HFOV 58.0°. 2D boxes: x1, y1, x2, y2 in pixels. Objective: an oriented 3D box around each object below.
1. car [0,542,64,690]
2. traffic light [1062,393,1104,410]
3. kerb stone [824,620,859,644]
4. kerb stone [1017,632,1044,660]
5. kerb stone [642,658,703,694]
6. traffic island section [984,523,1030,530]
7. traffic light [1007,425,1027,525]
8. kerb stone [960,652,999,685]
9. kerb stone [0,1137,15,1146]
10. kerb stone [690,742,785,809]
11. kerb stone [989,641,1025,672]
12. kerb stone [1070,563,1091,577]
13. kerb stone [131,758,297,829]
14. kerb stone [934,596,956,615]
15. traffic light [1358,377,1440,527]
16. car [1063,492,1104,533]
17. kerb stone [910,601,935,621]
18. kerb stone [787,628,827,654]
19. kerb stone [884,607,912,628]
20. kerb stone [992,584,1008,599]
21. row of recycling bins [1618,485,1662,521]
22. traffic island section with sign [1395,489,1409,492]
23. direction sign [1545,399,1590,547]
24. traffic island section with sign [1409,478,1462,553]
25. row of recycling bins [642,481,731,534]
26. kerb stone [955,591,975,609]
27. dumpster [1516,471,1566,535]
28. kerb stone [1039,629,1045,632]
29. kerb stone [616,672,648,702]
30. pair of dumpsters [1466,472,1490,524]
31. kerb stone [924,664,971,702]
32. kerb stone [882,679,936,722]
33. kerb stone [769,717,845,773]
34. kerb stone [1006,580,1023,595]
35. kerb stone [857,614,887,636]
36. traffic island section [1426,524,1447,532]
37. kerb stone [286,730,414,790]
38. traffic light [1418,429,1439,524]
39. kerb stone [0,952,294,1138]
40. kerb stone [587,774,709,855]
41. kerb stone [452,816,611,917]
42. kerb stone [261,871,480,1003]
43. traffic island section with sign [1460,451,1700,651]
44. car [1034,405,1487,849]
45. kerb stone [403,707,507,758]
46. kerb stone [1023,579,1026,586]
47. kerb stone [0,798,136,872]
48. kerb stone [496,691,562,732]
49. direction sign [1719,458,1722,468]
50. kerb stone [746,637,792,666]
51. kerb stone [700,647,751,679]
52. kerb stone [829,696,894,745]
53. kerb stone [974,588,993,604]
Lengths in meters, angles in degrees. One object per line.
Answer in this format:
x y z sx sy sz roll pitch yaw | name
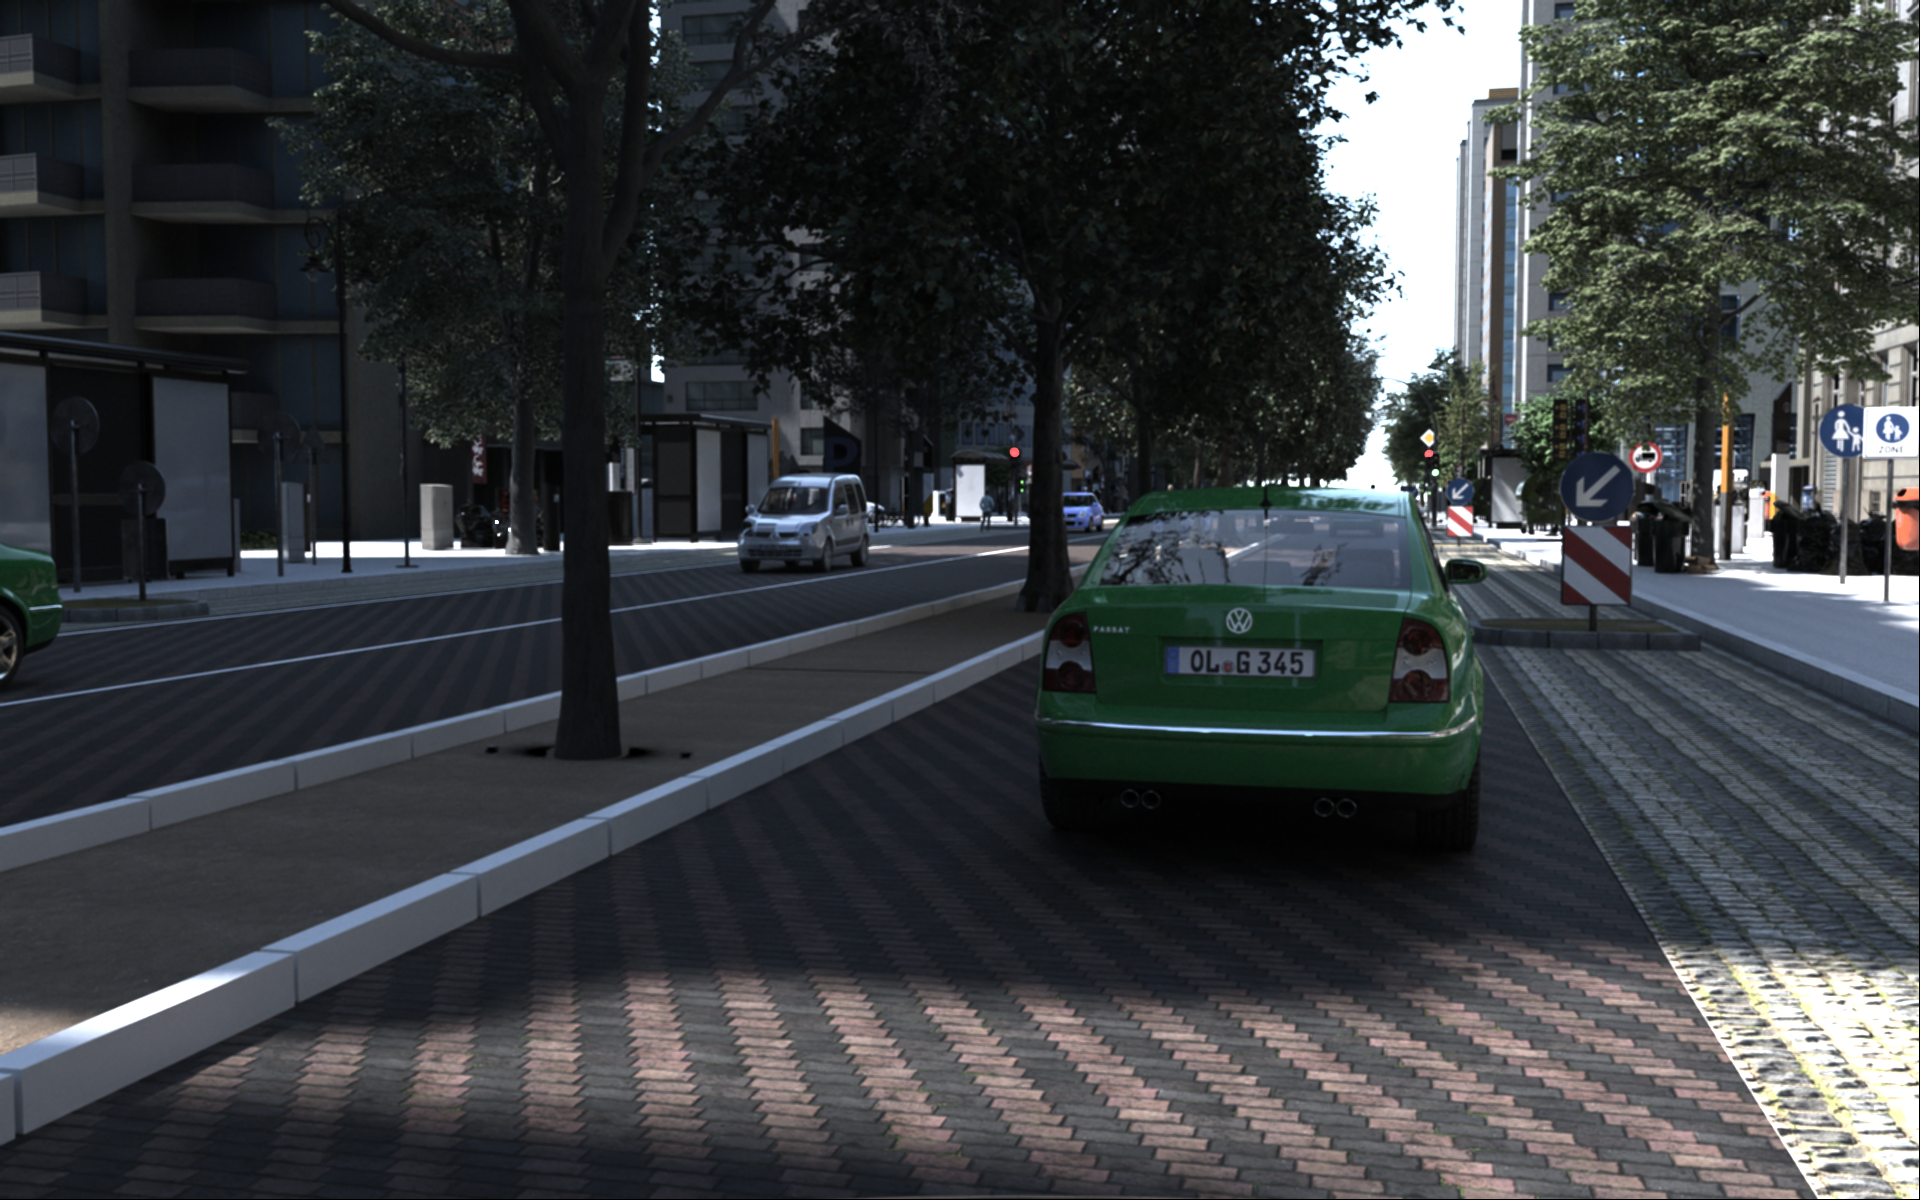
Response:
-8.118 -0.152 11.282 1.959 1.807 4.718 1 4 14 | car
6.225 -6.321 78.013 4.771 5.953 1.251 1 4 13 | traffic light
-1.211 0.329 16.816 0.120 0.150 1.000 1 4 13 | kerb stone
0.603 0.421 15.356 0.120 0.150 1.000 1 4 13 | kerb stone
-2.164 0.574 12.818 0.120 0.150 1.000 1 4 13 | kerb stone
2.268 -2.970 70.846 2.009 0.180 2.903 1 4 13 | traffic island section
2.304 -5.002 70.703 0.839 4.253 0.868 1 4 13 | traffic light
0.119 0.541 13.358 0.120 0.150 1.000 1 4 13 | kerb stone
-2.275 1.156 3.374 0.120 0.150 1.000 1 4 13 | kerb stone
-1.078 0.846 8.362 0.120 0.150 1.000 1 4 13 | kerb stone
0.358 0.479 14.364 0.120 0.150 1.000 1 4 13 | kerb stone
2.149 -0.520 30.788 0.120 0.150 1.000 1 4 13 | kerb stone
-3.370 0.878 7.841 0.120 0.150 1.000 1 4 13 | kerb stone
-0.249 0.091 20.792 0.120 0.150 1.000 1 4 13 | kerb stone
16.260 -5.662 67.234 4.771 5.953 1.251 1 4 13 | traffic light
4.332 -3.406 65.284 1.945 1.707 3.694 1 4 14 | car
-0.496 0.147 19.800 0.120 0.150 1.000 1 4 13 | kerb stone
-1.445 0.390 15.817 0.120 0.150 1.000 1 4 13 | kerb stone
-0.732 0.213 18.803 0.120 0.150 1.000 1 4 13 | kerb stone
0.468 -0.090 23.793 0.120 0.150 1.000 1 4 13 | kerb stone
31.451 -4.533 81.234 1.069 1.692 3.534 -2 4 -25 | row of recycling bins
25.123 -5.377 96.536 1.989 1.847 2.006 1 4 13 | traffic island section with sign
14.623 -3.028 41.507 0.876 3.537 0.379 0 4 -2 | direction sign
12.275 -2.105 43.041 1.989 1.847 2.006 1 4 13 | traffic island section with sign
-8.231 -2.857 53.820 3.534 1.692 1.069 -2 4 -24 | row of recycling bins
-0.010 0.025 21.793 0.120 0.150 1.000 1 4 13 | kerb stone
18.358 -3.181 54.503 1.502 2.255 1.985 1 4 13 | dumpster
0.844 0.358 16.350 0.120 0.150 1.000 1 4 13 | kerb stone
-2.408 0.634 11.824 0.120 0.150 1.000 1 4 13 | kerb stone
23.199 -4.549 76.877 1.574 2.255 4.437 1 4 14 | pair of dumpsters
-0.114 0.601 12.363 0.120 0.150 1.000 1 4 13 | kerb stone
-0.358 0.663 11.360 0.120 0.150 1.000 1 4 13 | kerb stone
-0.843 0.787 9.365 0.120 0.150 1.000 1 4 13 | kerb stone
0.704 -0.158 24.787 0.120 0.150 1.000 1 4 13 | kerb stone
-0.969 0.275 17.809 0.120 0.150 1.000 1 4 13 | kerb stone
18.352 -2.735 66.991 2.009 0.180 2.903 1 4 13 | traffic island section
-3.125 0.818 8.834 0.120 0.150 1.000 1 4 13 | kerb stone
20.181 -5.243 74.651 0.839 4.253 0.868 1 4 13 | traffic light
-2.035 1.092 4.368 0.120 0.150 1.000 1 4 13 | kerb stone
-1.320 0.907 7.361 0.120 0.150 1.000 1 4 13 | kerb stone
-1.563 0.970 6.366 0.120 0.150 1.000 1 4 13 | kerb stone
-1.804 1.032 5.373 0.120 0.150 1.000 1 4 13 | kerb stone
5.972 -0.501 16.826 1.989 1.847 2.006 1 4 13 | traffic island section with sign
1.591 0.017 8.513 1.959 1.807 4.718 1 4 15 | car
-2.888 0.758 9.836 0.120 0.150 1.000 1 4 13 | kerb stone
0.952 -0.218 25.779 0.120 0.150 1.000 1 4 13 | kerb stone
-3.598 0.943 6.840 0.120 0.150 1.000 1 4 13 | kerb stone
-2.649 0.695 10.830 0.120 0.150 1.000 1 4 13 | kerb stone
47.905 -7.115 108.333 0.876 3.537 0.379 1 4 15 | direction sign
-1.680 0.451 14.822 0.120 0.150 1.000 1 4 13 | kerb stone
-1.924 0.513 13.819 0.120 0.150 1.000 1 4 13 | kerb stone
-0.601 0.724 10.367 0.120 0.150 1.000 1 4 13 | kerb stone
0.235 -0.037 22.797 0.120 0.150 1.000 1 4 13 | kerb stone
